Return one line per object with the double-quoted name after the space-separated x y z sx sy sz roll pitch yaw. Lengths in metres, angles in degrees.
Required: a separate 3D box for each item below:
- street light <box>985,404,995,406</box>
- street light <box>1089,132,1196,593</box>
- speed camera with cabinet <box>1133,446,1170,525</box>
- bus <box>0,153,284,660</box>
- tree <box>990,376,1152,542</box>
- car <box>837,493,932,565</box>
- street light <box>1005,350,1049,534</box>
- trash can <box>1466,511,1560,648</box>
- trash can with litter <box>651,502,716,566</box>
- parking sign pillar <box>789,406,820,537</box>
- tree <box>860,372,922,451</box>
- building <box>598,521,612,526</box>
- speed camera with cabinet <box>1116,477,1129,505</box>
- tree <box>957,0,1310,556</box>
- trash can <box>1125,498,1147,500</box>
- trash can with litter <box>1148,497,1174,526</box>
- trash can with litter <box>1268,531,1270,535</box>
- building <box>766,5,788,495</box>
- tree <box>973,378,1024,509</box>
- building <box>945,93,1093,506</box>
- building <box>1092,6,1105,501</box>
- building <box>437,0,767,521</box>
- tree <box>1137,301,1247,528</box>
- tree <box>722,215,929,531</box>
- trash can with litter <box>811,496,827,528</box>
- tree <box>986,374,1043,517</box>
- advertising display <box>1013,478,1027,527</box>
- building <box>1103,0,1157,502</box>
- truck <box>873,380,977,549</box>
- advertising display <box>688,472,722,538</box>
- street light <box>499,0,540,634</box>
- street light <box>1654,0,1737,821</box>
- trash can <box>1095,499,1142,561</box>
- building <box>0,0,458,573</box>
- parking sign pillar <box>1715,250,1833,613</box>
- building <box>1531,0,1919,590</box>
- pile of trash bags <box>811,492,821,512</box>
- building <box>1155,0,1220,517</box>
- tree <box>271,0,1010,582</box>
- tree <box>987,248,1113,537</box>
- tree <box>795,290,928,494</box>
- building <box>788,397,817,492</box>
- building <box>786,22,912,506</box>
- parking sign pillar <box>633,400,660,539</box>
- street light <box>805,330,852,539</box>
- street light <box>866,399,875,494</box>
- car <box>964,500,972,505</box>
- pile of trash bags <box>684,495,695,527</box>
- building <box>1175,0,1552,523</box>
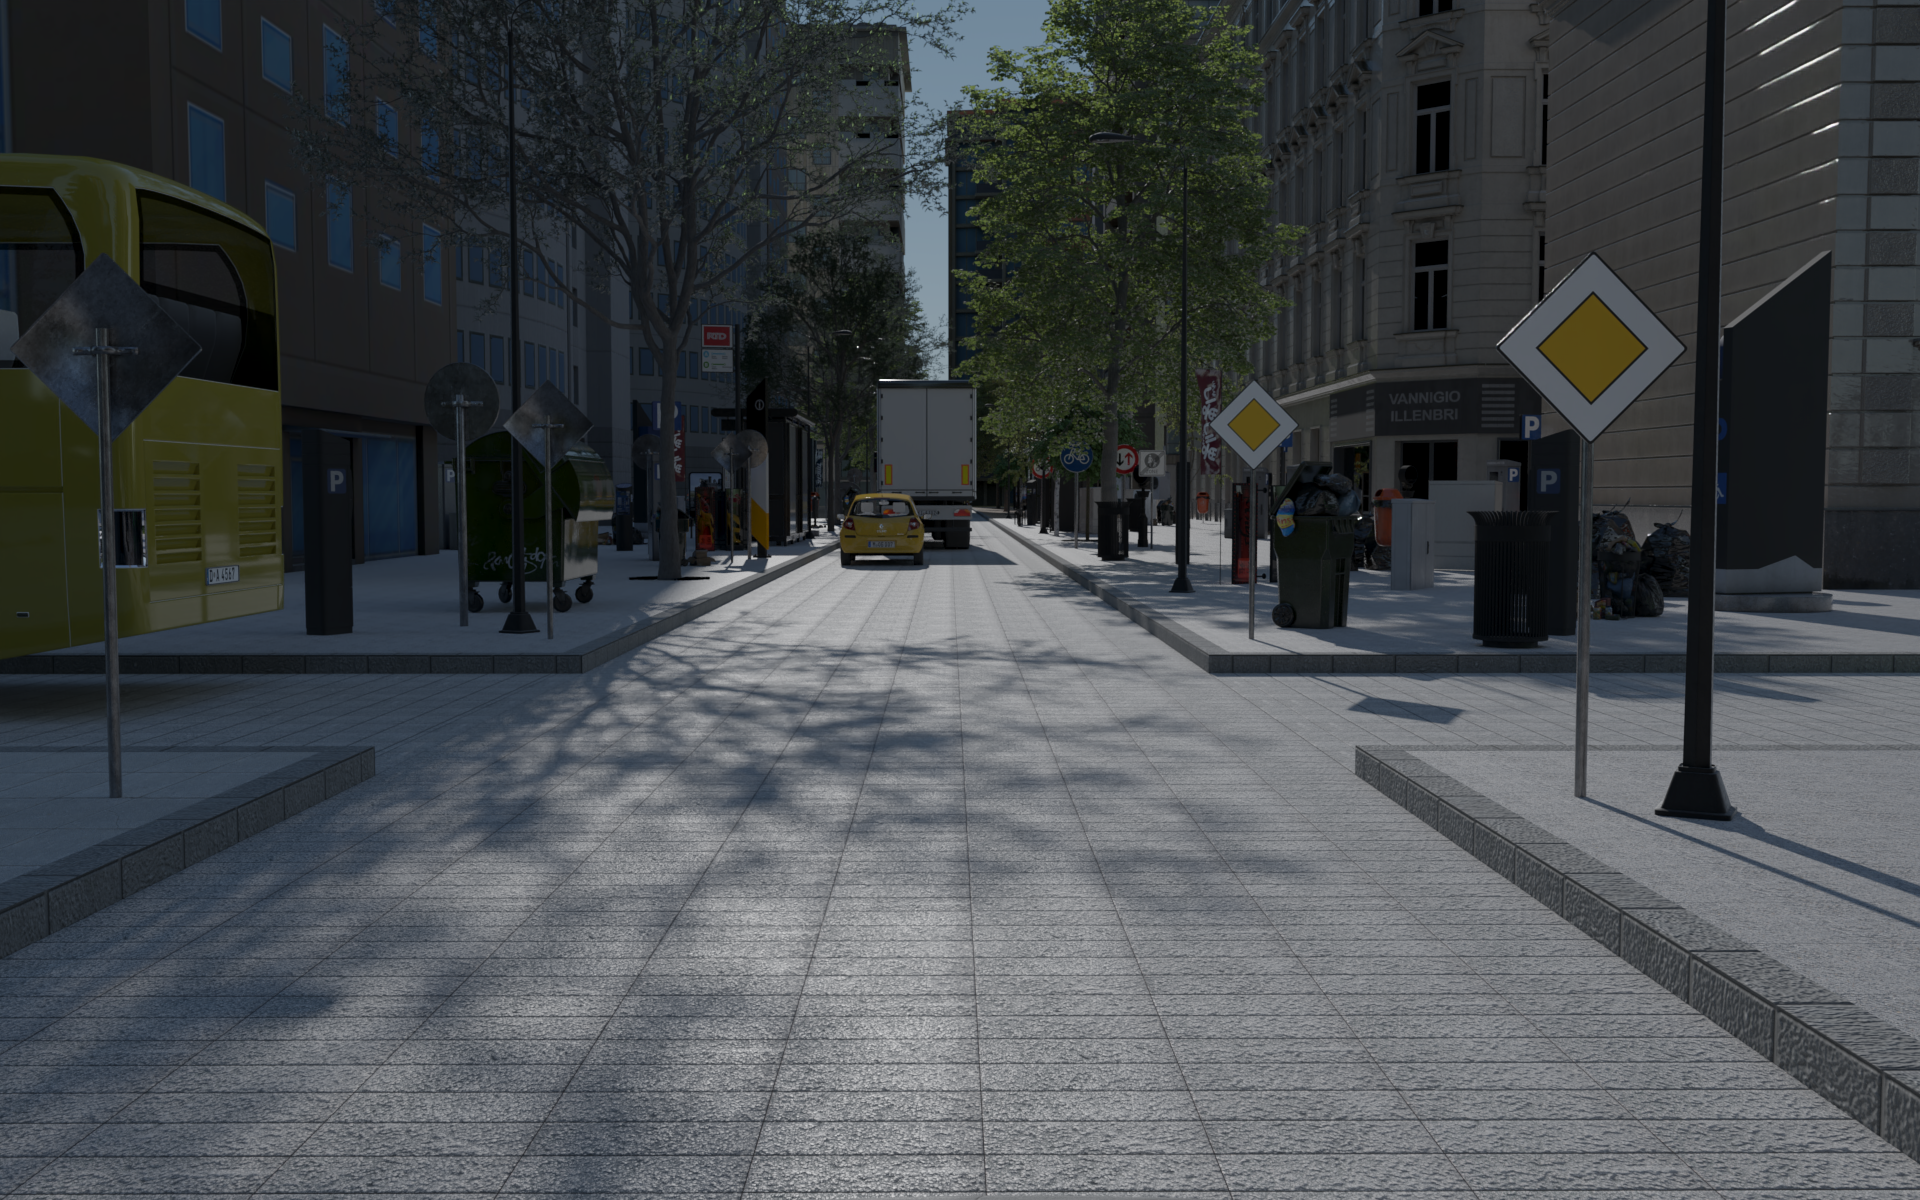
1.982 -7.152 89.477 1.470 5.913 1.316 0 4 0 "street light"
2.359 -3.051 22.427 1.470 5.913 1.316 0 4 0 "street light"
7.908 -4.721 71.523 0.660 3.252 2.038 -2 4 -25 "speed camera with cabinet"
-11.209 -1.239 11.811 12.252 3.916 2.896 0 4 -1 "bus"
3.540 -3.876 47.089 4.285 4.588 4.351 0 3 0 "tree"
-1.599 -1.592 36.247 2.015 1.641 3.980 0 4 -1 "car"
2.164 -5.094 55.832 1.470 5.913 1.316 0 4 0 "street light"
4.640 -0.179 14.575 0.748 1.137 0.748 0 3 0 "trash can"
-4.935 -1.193 30.895 1.055 1.170 0.624 -2 4 -35 "trash can with litter"
-4.985 -3.911 52.416 1.447 3.967 1.447 -2 4 -26 "parking sign pillar"
-4.947 -12.789 134.847 9.928 11.665 9.643 0 3 0 "tree"
-24.338 -31.541 57.691 21.231 58.520 28.212 0 4 0 "building"
8.837 -5.860 90.154 2.038 3.252 0.660 -3 5 -44 "speed camera with cabinet"
3.491 -7.194 35.752 7.486 12.596 7.792 0 3 0 "tree"
6.020 -2.908 59.202 0.748 1.137 0.748 0 3 0 "trash can"
8.130 -3.584 69.986 1.055 1.170 0.624 1 4 12 "trash can with litter"
9.974 -2.667 54.655 1.678 1.210 2.233 -2 4 -33 "trash can with litter"
-20.134 -29.107 126.005 14.600 45.320 14.200 0 4 0 "building"
3.233 -13.690 149.593 9.928 11.665 9.643 0 3 0 "tree"
11.137 -32.874 192.108 28.867 44.769 22.147 0 4 0 "building"
21.423 -36.714 142.277 21.231 58.520 28.212 0 4 0 "building"
-23.601 -34.357 103.739 21.231 58.520 28.212 0 4 0 "building"
8.575 -6.981 64.499 4.360 8.622 3.978 0 3 0 "tree"
-4.639 -7.618 58.969 8.767 10.594 7.601 2 4 31 "tree"
-5.621 -3.332 65.528 1.678 1.210 2.233 0 3 0 "trash can with litter"
3.597 -8.896 95.819 4.360 8.622 3.978 0 3 0 "tree"
2.533 -4.148 73.033 0.123 1.923 0.974 2 4 32 "advertising display"
21.385 -30.215 117.721 21.300 48.544 21.600 0 4 0 "building"
-1.036 -3.625 48.189 2.839 4.237 11.283 0 4 -2 "truck"
-7.369 -2.751 50.189 0.974 1.923 0.123 -1 4 -18 "advertising display"
-3.540 -2.650 15.863 1.470 5.913 1.316 0 4 0 "street light"
2.419 -2.095 6.790 1.470 5.913 1.316 0 4 0 "street light"
2.959 -1.332 33.433 0.748 1.137 0.748 0 3 0 "trash can"
-17.658 -23.173 28.984 14.600 45.320 14.200 0 4 0 "building"
8.946 -1.882 19.243 1.447 3.967 1.447 -1 4 -17 "parking sign pillar"
23.645 -14.117 28.082 25.104 27.353 12.463 0 4 0 "building"
-8.182 -4.387 81.472 3.447 1.369 1.912 1 4 17 "pile of trash bags"
18.163 -25.457 99.819 14.154 41.232 14.086 0 4 0 "building"
-4.393 -7.051 25.654 12.009 13.543 11.850 0 3 0 "tree"
2.872 -6.236 52.315 4.737 8.622 4.395 0 3 0 "tree"
-4.818 -10.511 89.978 7.486 12.596 7.792 0 3 0 "tree"
-28.563 -50.929 145.355 31.000 86.520 22.319 0 4 0 "building"
-17.247 -37.108 195.949 27.495 52.752 28.713 0 4 0 "building"
-8.973 -3.773 50.167 1.447 3.967 1.447 1 4 17 "parking sign pillar"
-3.758 -4.693 49.269 1.470 5.913 1.316 0 4 0 "street light"
-3.899 -6.736 82.675 1.470 5.913 1.316 0 4 0 "street light"
-0.243 -5.847 105.827 2.015 1.641 3.980 0 4 -1 "car"
-11.380 -3.540 67.636 1.912 1.369 3.447 0 4 -2 "pile of trash bags"
19.751 -17.857 68.372 17.030 29.872 44.131 0 4 0 "building"
